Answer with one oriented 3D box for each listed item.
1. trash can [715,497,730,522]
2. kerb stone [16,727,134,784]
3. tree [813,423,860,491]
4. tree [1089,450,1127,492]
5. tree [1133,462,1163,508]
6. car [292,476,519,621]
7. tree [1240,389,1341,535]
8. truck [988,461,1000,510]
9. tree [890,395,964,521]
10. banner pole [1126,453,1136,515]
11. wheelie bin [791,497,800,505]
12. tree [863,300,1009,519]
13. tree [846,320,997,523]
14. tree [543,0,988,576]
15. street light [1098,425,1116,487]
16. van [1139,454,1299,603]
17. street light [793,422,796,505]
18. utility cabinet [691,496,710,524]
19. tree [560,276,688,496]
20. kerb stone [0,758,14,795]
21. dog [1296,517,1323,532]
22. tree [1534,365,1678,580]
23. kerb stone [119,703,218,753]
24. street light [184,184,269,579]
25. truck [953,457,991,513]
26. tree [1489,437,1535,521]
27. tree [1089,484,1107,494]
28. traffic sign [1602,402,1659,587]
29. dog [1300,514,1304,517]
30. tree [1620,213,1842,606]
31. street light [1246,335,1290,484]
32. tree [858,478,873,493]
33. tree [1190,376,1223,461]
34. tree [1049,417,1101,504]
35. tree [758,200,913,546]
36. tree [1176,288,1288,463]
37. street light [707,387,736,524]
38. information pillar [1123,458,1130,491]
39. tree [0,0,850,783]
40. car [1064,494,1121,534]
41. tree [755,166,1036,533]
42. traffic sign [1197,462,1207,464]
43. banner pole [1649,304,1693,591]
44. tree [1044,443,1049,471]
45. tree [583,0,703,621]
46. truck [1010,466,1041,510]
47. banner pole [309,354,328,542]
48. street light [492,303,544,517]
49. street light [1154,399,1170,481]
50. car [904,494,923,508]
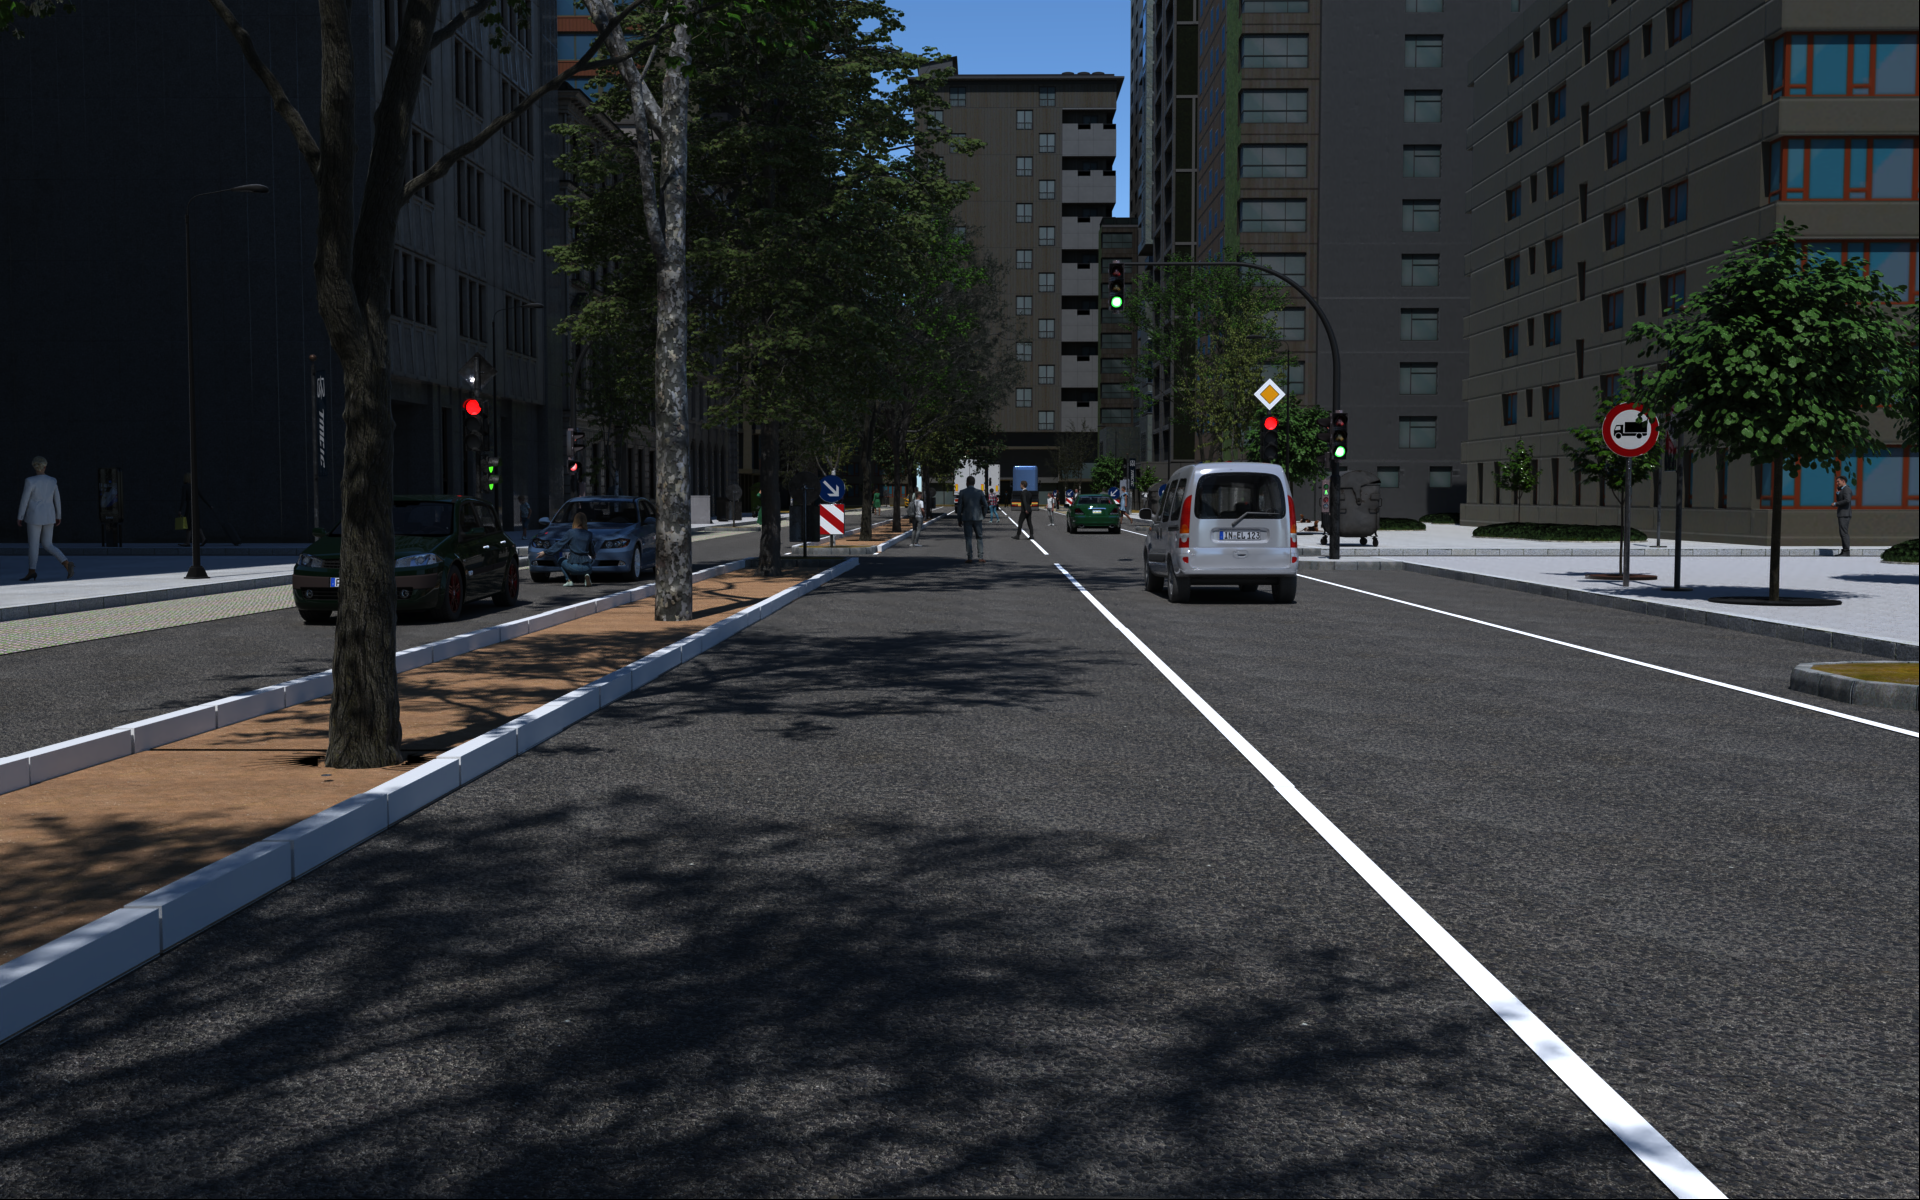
[{"bbox_3d":[-11.061,-4.235,80.900,0.748,1.137,0.748,0,3,0],"label":"trash can"},{"bbox_3d":[-4.600,0.813,8.972,0.120,0.150,1.000,0,4,1],"label":"kerb stone"},{"bbox_3d":[-10.197,-11.502,138.427,4.737,8.622,4.395,0,3,0],"label":"tree"},{"bbox_3d":[11.283,-8.954,130.112,4.285,4.588,4.351,0,3,0],"label":"tree"},{"bbox_3d":[11.095,-6.601,102.535,1.663,3.219,1.824,0,3,0],"label":"tree"},{"bbox_3d":[-6.535,-0.668,20.710,2.009,1.686,4.222,0,4,0],"label":"car"},{"bbox_3d":[10.420,-4.325,54.433,4.285,4.588,4.351,0,3,0],"label":"tree"},{"bbox_3d":[2.202,-10.126,154.477,2.839,4.237,11.283,0,4,0],"label":"truck"},{"bbox_3d":[-1.833,-8.522,92.148,4.737,8.622,4.395,0,3,0],"label":"tree"},{"bbox_3d":[10.454,-7.114,106.323,0.863,3.779,0.401,-2,4,-30],"label":"banner pole"},{"bbox_3d":[-10.495,-6.411,112.720,0.980,1.594,0.693,0,4,-3],"label":"wheelie bin"},{"bbox_3d":[-1.963,-11.025,99.725,9.611,12.733,9.660,0,3,0],"label":"tree"},{"bbox_3d":[-2.349,-9.111,85.838,8.767,10.594,7.601,0,4,1],"label":"tree"},{"bbox_3d":[-3.408,-6.704,30.188,7.486,12.596,7.792,0,3,0],"label":"tree"},{"bbox_3d":[9.948,-8.812,116.615,1.470,5.913,1.316,0,4,1],"label":"street light"},{"bbox_3d":[3.574,-1.051,24.202,2.013,2.044,4.112,0,4,-1],"label":"van"},{"bbox_3d":[-9.893,-8.308,108.375,1.470,5.913,1.316,0,4,1],"label":"street light"},{"bbox_3d":[-11.250,-3.866,74.376,1.020,1.237,0.306,-2,4,-30],"label":"utility cabinet"},{"bbox_3d":[-11.184,-6.507,56.753,4.737,8.622,4.395,0,3,0],"label":"tree"},{"bbox_3d":[-4.605,0.872,7.946,0.120,0.150,1.000,0,4,1],"label":"kerb stone"},{"bbox_3d":[12.037,-2.542,59.299,0.550,0.427,0.748,-3,4,-36],"label":"dog"},{"bbox_3d":[9.886,-1.932,26.196,1.663,3.219,1.824,0,3,0],"label":"tree"},{"bbox_3d":[-4.577,0.747,9.993,0.120,0.150,1.000,0,4,1],"label":"kerb stone"},{"bbox_3d":[-11.058,-3.278,26.134,1.470,5.913,1.316,0,4,1],"label":"street light"},{"bbox_3d":[0.898,-8.779,132.457,2.839,4.237,11.283,0,4,2],"label":"truck"},{"bbox_3d":[18.312,-3.776,56.341,1.663,3.219,1.824,0,3,0],"label":"tree"},{"bbox_3d":[11.665,-9.303,146.702,1.663,3.219,1.824,0,3,0],"label":"tree"},{"bbox_3d":[9.236,-1.458,23.941,0.768,2.556,0.104,0,4,5],"label":"traffic sign"},{"bbox_3d":[15.315,-3.626,77.023,0.550,0.427,0.748,-1,4,-10],"label":"dog"},{"bbox_3d":[9.672,-2.236,20.276,4.285,4.588,4.351,0,3,0],"label":"tree"},{"bbox_3d":[9.038,-4.778,50.654,1.470,5.913,1.316,0,4,1],"label":"street light"},{"bbox_3d":[-9.800,-11.324,179.755,1.663,3.219,1.824,0,3,0],"label":"tree"},{"bbox_3d":[15.389,-9.145,99.888,4.360,8.622,3.978,0,3,0],"label":"tree"},{"bbox_3d":[11.211,-13.149,165.343,4.360,8.622,3.978,0,3,0],"label":"tree"},{"bbox_3d":[-3.175,-5.509,42.899,4.360,8.622,3.978,0,3,0],"label":"tree"},{"bbox_3d":[9.922,-6.856,62.461,4.737,8.622,4.395,0,3,0],"label":"tree"},{"bbox_3d":[-10.403,-6.291,75.395,1.470,5.913,1.316,0,4,1],"label":"street light"},{"bbox_3d":[10.671,-7.329,111.191,0.504,3.616,0.183,3,5,44],"label":"information pillar"},{"bbox_3d":[-3.036,-4.921,8.671,9.928,11.665,9.643,0,3,0],"label":"tree"},{"bbox_3d":[4.904,-3.178,63.751,2.131,1.459,4.920,0,4,1],"label":"car"},{"bbox_3d":[-2.320,-9.232,63.772,12.009,13.543,11.850,0,3,0],"label":"tree"},{"bbox_3d":[9.558,-4.163,68.174,0.768,2.556,0.104,0,4,3],"label":"traffic sign"},{"bbox_3d":[9.554,-2.027,23.150,0.401,3.779,0.863,0,4,4],"label":"banner pole"},{"bbox_3d":[11.678,-14.942,194.671,4.360,8.622,3.978,0,3,0],"label":"tree"},{"bbox_3d":[-4.438,-9.877,19.841,12.611,20.169,13.585,0,3,0],"label":"tree"},{"bbox_3d":[5.963,-10.317,158.448,2.967,4.110,18.799,0,4,2],"label":"truck"},{"bbox_3d":[-11.442,-2.503,30.942,0.401,3.779,0.863,-3,4,-39],"label":"banner pole"},{"bbox_3d":[-10.819,-4.267,42.312,1.470,5.913,1.316,0,4,1],"label":"street light"},{"bbox_3d":[9.548,-6.795,83.634,1.470,5.913,1.316,0,4,1],"label":"street light"},{"bbox_3d":[-4.829,-10.390,180.099,2.015,1.641,3.980,0,4,1],"label":"car"}]
